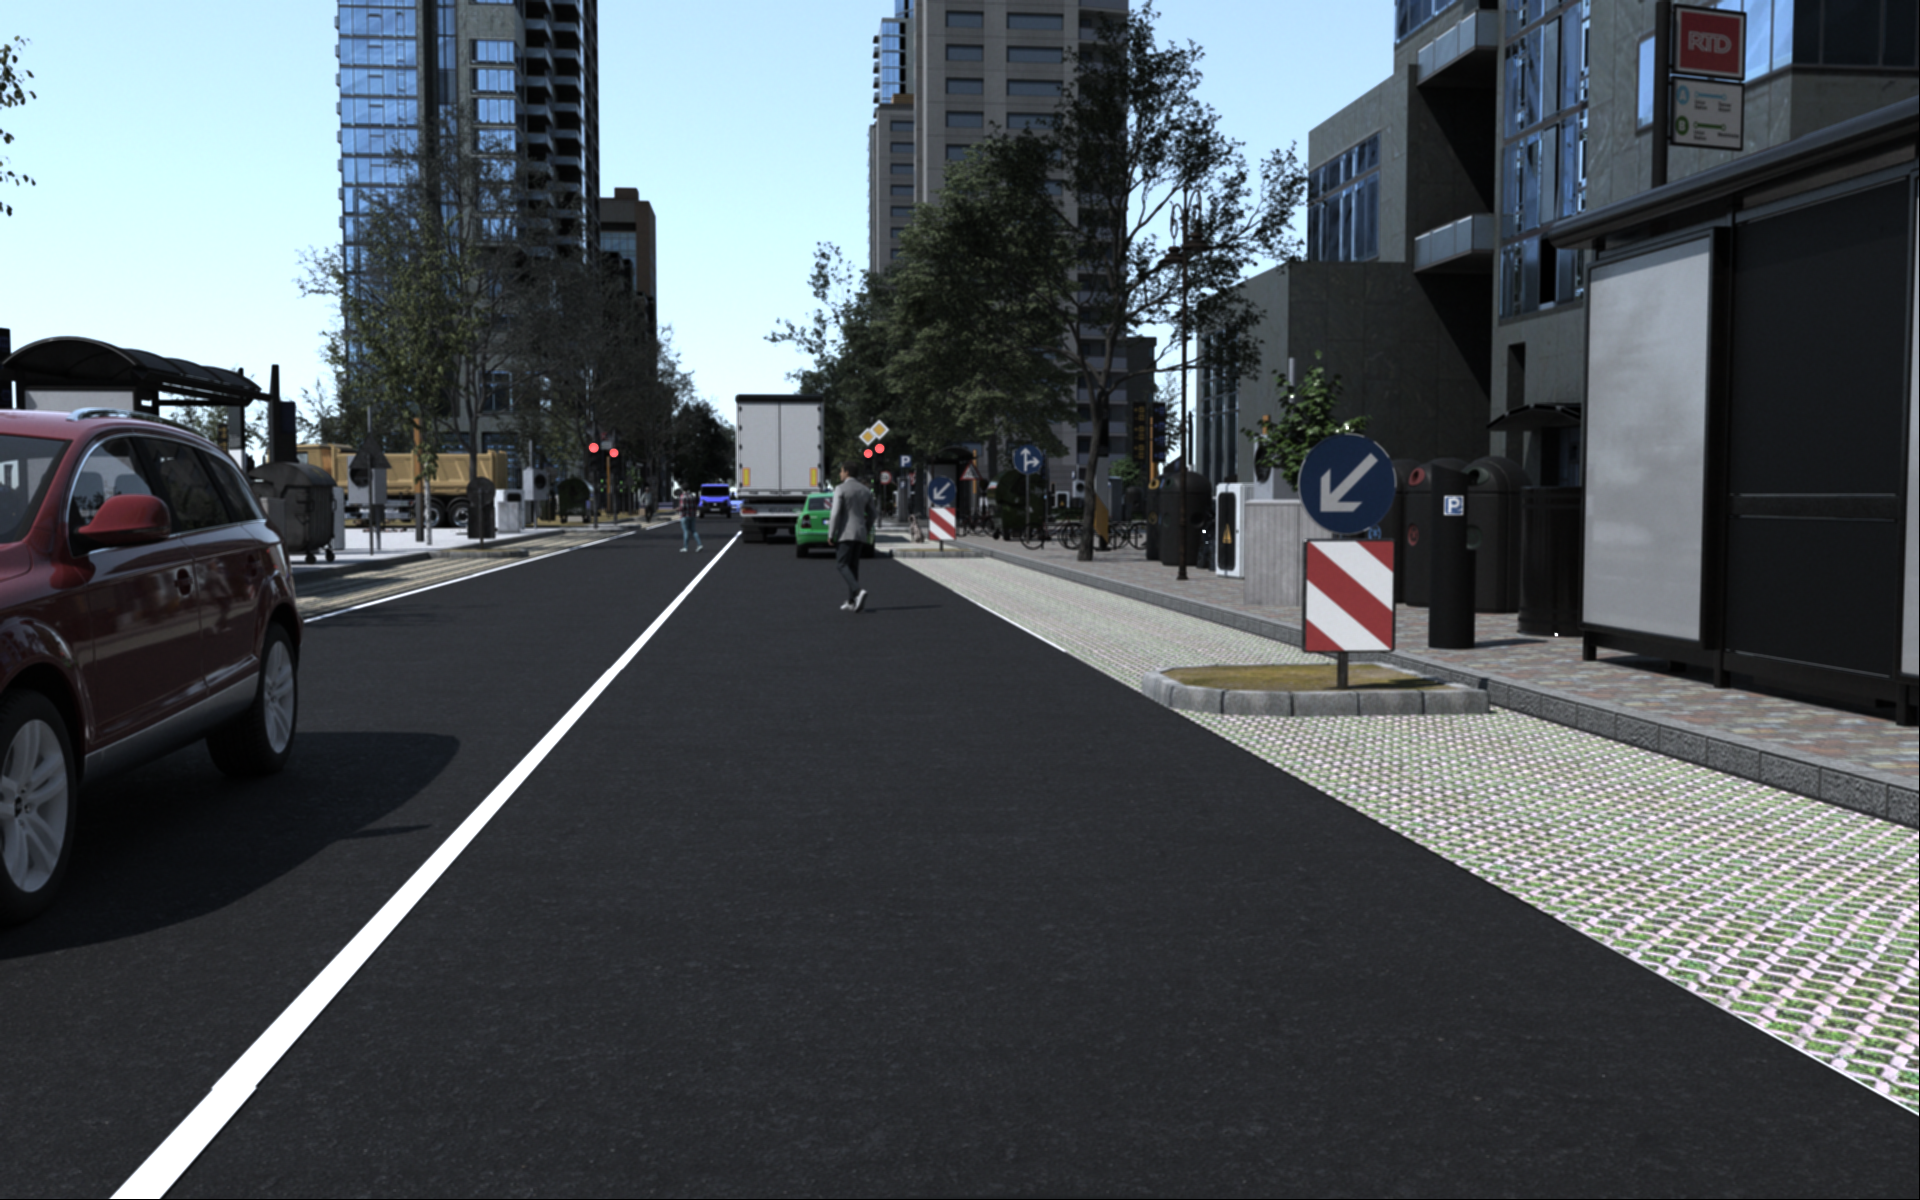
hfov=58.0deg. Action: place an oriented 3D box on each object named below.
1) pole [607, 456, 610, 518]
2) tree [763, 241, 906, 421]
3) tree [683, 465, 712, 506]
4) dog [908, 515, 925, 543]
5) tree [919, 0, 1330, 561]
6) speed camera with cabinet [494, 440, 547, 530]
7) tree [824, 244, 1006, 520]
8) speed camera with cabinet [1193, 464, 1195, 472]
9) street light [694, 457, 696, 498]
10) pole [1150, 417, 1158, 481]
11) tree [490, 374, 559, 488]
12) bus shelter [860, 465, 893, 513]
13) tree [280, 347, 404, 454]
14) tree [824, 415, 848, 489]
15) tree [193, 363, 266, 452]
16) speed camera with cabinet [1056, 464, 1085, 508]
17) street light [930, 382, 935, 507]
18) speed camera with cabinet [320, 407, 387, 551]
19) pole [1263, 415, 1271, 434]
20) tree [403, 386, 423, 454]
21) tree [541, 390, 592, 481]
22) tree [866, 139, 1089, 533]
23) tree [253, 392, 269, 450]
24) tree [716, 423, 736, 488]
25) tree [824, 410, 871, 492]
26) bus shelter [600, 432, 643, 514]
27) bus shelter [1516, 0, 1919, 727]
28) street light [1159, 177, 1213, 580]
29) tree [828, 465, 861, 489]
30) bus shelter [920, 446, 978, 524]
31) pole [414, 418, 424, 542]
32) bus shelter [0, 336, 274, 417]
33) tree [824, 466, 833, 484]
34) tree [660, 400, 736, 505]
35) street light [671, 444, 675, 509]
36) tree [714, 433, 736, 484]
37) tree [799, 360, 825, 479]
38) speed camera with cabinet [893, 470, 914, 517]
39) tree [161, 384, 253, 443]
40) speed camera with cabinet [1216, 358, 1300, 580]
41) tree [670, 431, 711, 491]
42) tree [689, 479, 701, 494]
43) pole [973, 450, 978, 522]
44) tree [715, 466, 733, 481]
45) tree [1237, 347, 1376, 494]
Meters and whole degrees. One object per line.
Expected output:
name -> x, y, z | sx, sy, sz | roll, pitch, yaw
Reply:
pole -> -19.041, -6.115, 93.822 | 0.158, 3.312, 0.155 | 0, 3, 0
tree -> -8.050, -16.828, 131.021 | 12.611, 20.169, 13.585 | 0, 3, 0
tree -> -29.325, -12.852, 193.840 | 4.285, 4.588, 4.351 | 0, 3, 0
dog -> -1.286, -2.056, 50.444 | 0.513, 0.831, 0.800 | 0, 4, 3
tree -> 2.641, -6.010, 32.677 | 7.601, 10.594, 8.767 | 3, 5, 42
speed camera with cabinet -> -15.908, -4.182, 62.719 | 0.660, 3.252, 2.038 | 2, 4, 34
tree -> -2.076, -10.981, 86.188 | 9.857, 13.997, 8.962 | 0, 3, 0
speed camera with cabinet -> 16.052, -7.362, 114.701 | 0.660, 3.252, 2.038 | -2, 4, -30
street light -> -28.827, -13.205, 188.684 | 0.468, 5.910, 1.993 | 0, 4, -6
pole -> 5.139, -3.187, 45.950 | 0.158, 3.312, 0.155 | 0, 3, 0
tree -> -24.351, -9.023, 97.882 | 4.360, 8.622, 3.978 | 0, 3, 0
bus shelter -> -5.772, -7.691, 119.678 | 2.014, 3.302, 5.546 | 0, 4, -6
tree -> -30.794, -8.271, 85.588 | 4.360, 8.622, 3.978 | 0, 3, 0
tree -> -15.833, -17.147, 206.107 | 9.928, 11.665, 9.643 | 0, 3, 0
tree -> -41.486, -9.025, 97.928 | 4.737, 8.622, 4.395 | 0, 3, 0
speed camera with cabinet -> 7.157, -7.307, 113.809 | 2.038, 3.252, 0.660 | -1, 4, -15
street light -> -1.025, -5.632, 64.868 | 0.468, 5.910, 1.993 | 0, 4, -6
speed camera with cabinet -> -14.055, -2.744, 39.206 | 2.038, 3.252, 0.660 | 1, 4, 11
pole -> 7.946, -3.126, 44.959 | 0.158, 3.312, 0.155 | 0, 3, 0
tree -> -30.912, -8.773, 93.806 | 4.360, 8.622, 3.978 | 0, 3, 0
tree -> -26.493, -10.123, 115.878 | 4.737, 8.622, 4.395 | 0, 3, 0
tree -> 0.705, -8.436, 56.062 | 7.486, 12.596, 7.792 | 0, 3, 0
tree -> -48.902, -10.649, 124.473 | 4.360, 8.622, 3.978 | 0, 3, 0
tree -> -41.240, -24.379, 305.258 | 9.857, 13.997, 8.962 | 0, 3, 0
tree -> -8.733, -11.638, 140.650 | 4.737, 8.622, 4.395 | 0, 3, 0
bus shelter -> -22.366, -8.369, 114.467 | 2.179, 5.291, 8.768 | 0, 4, -6
bus shelter -> 5.741, -2.092, 11.830 | 2.179, 5.291, 8.768 | 0, 4, -6
street light -> 3.326, -3.237, 25.710 | 0.468, 5.910, 1.993 | 0, 4, -6
tree -> -11.278, -11.392, 169.978 | 4.285, 4.588, 4.351 | 0, 3, 0
bus shelter -> -0.515, -5.003, 75.715 | 2.014, 3.302, 5.546 | 0, 4, -6
pole -> -14.568, -3.228, 46.627 | 0.158, 3.312, 0.155 | 0, 3, 0
bus shelter -> -11.708, -1.900, 24.985 | 2.014, 3.302, 5.546 | 0, 4, -6
tree -> -24.131, -22.777, 290.526 | 7.486, 12.596, 7.792 | 0, 3, 0
tree -> -31.627, -17.815, 208.289 | 9.611, 12.733, 9.660 | 0, 3, 0
street light -> -24.641, -10.775, 148.950 | 0.468, 5.910, 1.993 | 0, 4, -6
tree -> -40.700, -22.323, 290.727 | 9.928, 11.665, 9.643 | 0, 3, 0
tree -> -9.847, -15.148, 154.317 | 9.857, 13.997, 8.962 | 0, 3, 0
speed camera with cabinet -> -3.284, -6.324, 97.740 | 0.660, 3.252, 2.038 | -1, 4, -14
tree -> -45.907, -9.407, 104.161 | 4.360, 8.622, 3.978 | 0, 3, 0
speed camera with cabinet -> 4.478, -1.929, 25.871 | 0.660, 3.252, 2.038 | -1, 4, -15
tree -> -28.184, -14.046, 180.007 | 4.737, 8.622, 4.395 | 0, 3, 0
tree -> -28.676, -11.695, 185.809 | 1.663, 3.219, 1.824 | 0, 3, 0
pole -> 0.710, -5.255, 79.755 | 0.158, 3.312, 0.155 | 0, 3, 0
tree -> -37.492, -19.908, 259.904 | 7.601, 10.594, 8.767 | 2, 4, 28
tree -> 4.735, -1.733, 22.935 | 1.663, 3.219, 1.824 | 0, 3, 0
